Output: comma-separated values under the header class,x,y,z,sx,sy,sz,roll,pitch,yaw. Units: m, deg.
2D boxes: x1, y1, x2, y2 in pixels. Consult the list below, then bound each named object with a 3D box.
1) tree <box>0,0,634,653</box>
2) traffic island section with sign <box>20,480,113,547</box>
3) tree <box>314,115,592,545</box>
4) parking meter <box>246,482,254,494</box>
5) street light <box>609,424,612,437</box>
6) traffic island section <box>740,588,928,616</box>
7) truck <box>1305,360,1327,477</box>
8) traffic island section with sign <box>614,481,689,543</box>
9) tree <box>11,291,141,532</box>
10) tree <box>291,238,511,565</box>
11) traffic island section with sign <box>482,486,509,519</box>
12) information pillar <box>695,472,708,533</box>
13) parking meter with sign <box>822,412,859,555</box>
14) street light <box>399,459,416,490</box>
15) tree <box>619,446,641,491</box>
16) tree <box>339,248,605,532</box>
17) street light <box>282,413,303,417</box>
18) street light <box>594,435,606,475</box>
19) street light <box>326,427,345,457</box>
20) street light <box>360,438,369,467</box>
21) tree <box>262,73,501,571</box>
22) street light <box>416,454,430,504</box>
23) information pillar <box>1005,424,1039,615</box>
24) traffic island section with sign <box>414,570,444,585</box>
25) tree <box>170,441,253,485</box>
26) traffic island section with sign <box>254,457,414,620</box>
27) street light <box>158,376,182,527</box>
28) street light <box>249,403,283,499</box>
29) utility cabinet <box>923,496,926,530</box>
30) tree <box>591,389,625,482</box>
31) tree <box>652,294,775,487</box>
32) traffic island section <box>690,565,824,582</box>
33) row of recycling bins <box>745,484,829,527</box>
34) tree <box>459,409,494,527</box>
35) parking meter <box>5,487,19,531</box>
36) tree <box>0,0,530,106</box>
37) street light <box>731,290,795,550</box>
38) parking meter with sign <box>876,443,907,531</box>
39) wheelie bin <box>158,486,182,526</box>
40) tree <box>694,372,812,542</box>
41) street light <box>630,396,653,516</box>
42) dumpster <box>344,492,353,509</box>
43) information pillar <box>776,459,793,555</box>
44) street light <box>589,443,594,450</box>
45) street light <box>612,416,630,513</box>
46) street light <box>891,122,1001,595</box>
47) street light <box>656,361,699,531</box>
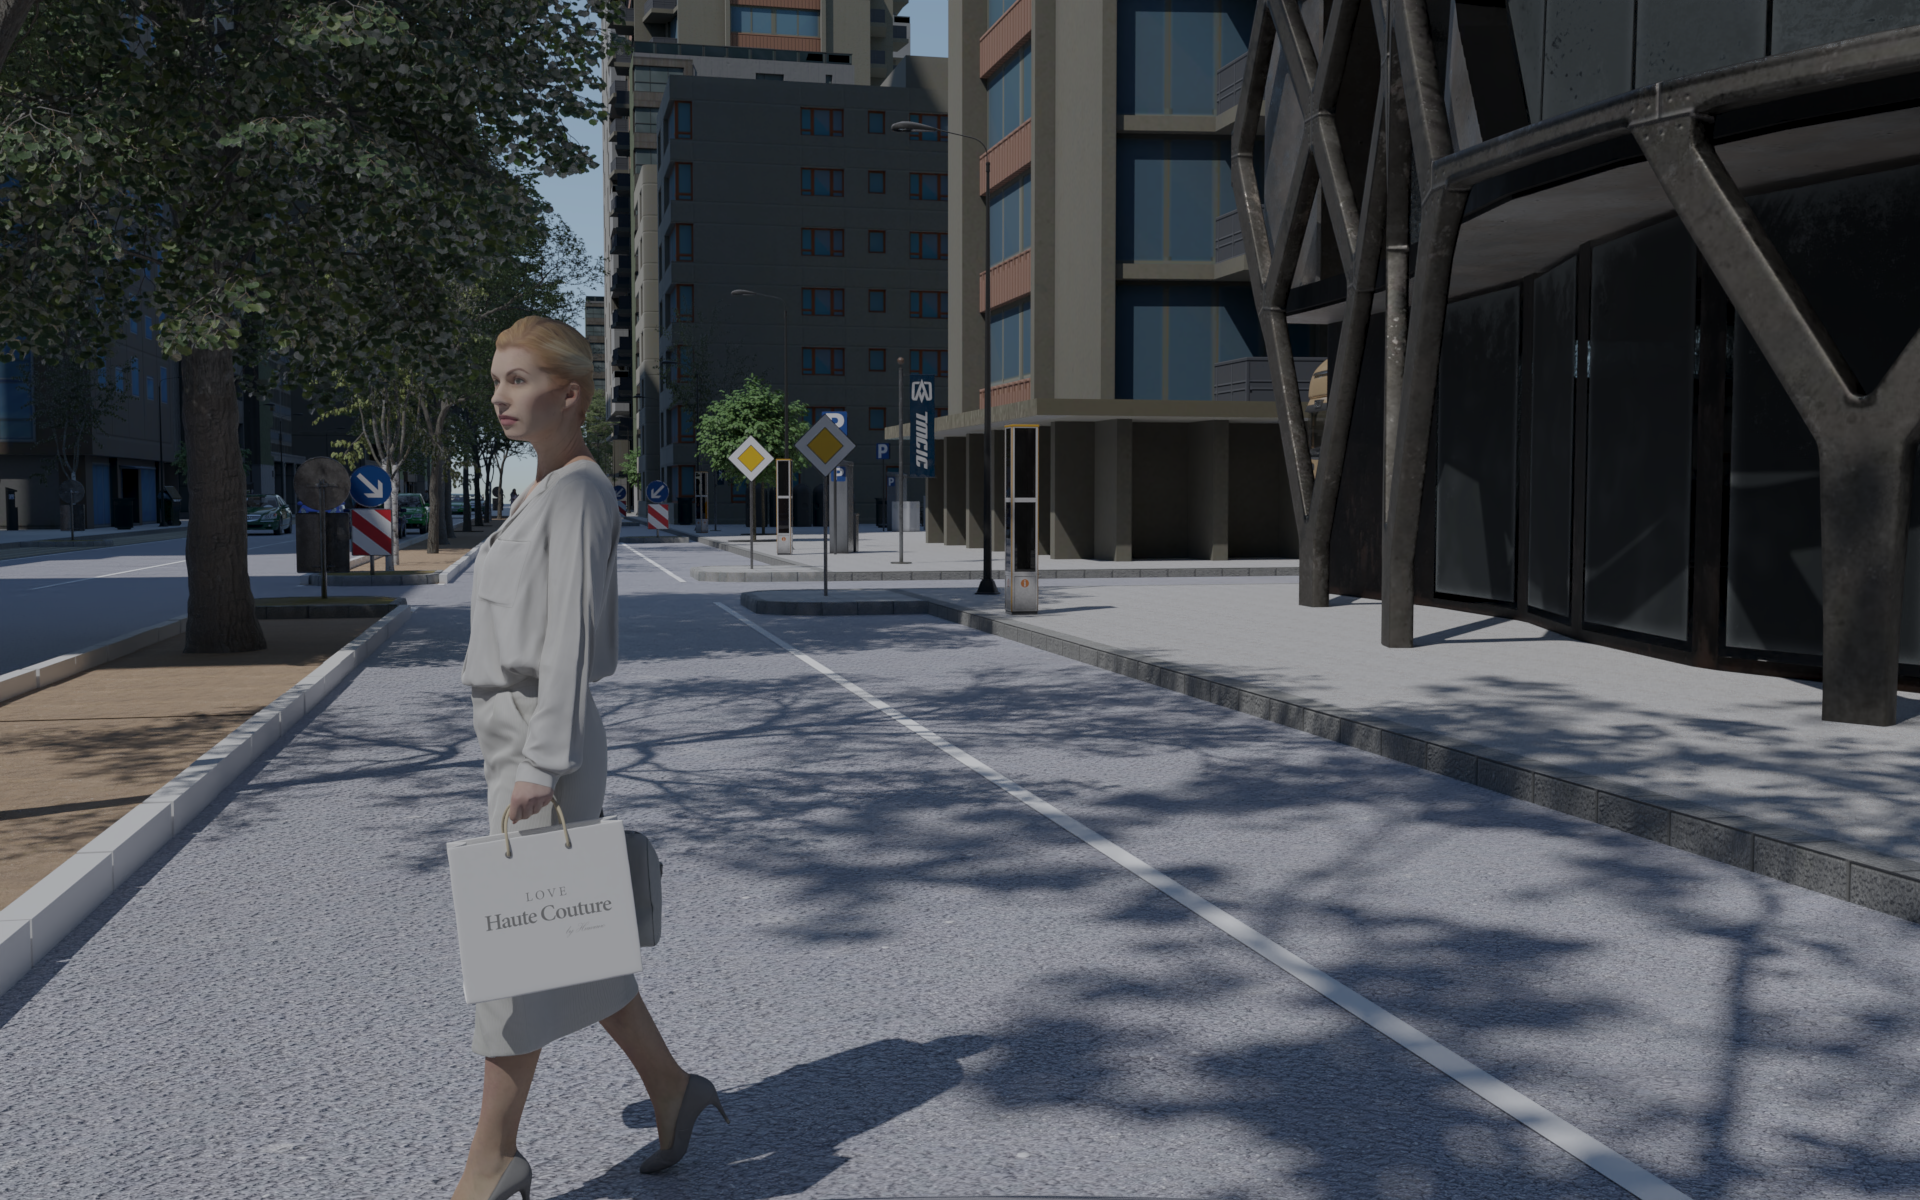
class,x,y,z,sx,sy,sz,roll,pitch,yaw
tree,-6.669,-6.493,15.268,9.857,13.997,8.962,0,3,0
traffic island section with sign,-24.360,-2.369,47.353,1.989,1.847,2.006,-1,4,-13
tree,-14.450,-7.796,48.042,7.486,12.596,7.792,0,3,0
parking meter,-35.090,-4.886,85.599,0.255,1.863,0.399,0,4,4
street light,-22.470,-8.686,114.555,1.470,5.913,1.316,-1,4,-13
traffic island section,-1.674,0.026,21.853,2.009,0.180,2.903,-1,4,-13
truck,10.691,-2.444,28.879,11.283,4.237,2.839,-1,4,-13
traffic island section with sign,-9.136,-2.620,51.458,1.989,1.847,2.006,-1,4,-13
tree,-30.326,-6.657,59.197,4.360,8.622,3.978,0,3,0
tree,-11.394,-5.003,34.614,4.737,8.622,4.395,0,3,0
traffic island section with sign,-26.959,-5.676,100.935,2.006,1.907,1.989,-1,4,-13
information pillar,-8.509,-3.214,57.041,0.304,2.012,0.304,3,5,41
parking meter with sign,-2.543,-2.521,37.475,0.543,3.016,1.738,0,4,7
street light,-57.994,-12.746,180.936,1.470,5.913,1.316,-1,4,-13
tree,-19.092,-7.463,105.737,4.285,4.588,4.351,0,3,0
tree,-18.613,-9.302,64.911,12.009,13.543,11.850,0,3,0
street light,-38.495,-7.780,99.740,1.470,5.913,1.316,-1,4,-13
street light,-27.580,-9.962,135.415,1.470,5.913,1.316,-1,4,-13
street light,-43.489,-9.057,120.628,1.470,5.913,1.316,-1,4,-13
street light,-48.571,-10.365,142.009,1.470,5.913,1.316,-1,4,-13
tree,-9.956,-4.719,29.979,4.360,8.622,3.978,0,3,0
street light,-63.045,-14.062,202.459,1.470,5.913,1.316,-1,4,-13
information pillar,0.657,-0.855,18.463,0.304,2.012,0.304,-1,4,-12
traffic island section with sign,-9.403,-1.207,27.868,2.006,1.907,1.989,-1,4,-13
tree,-34.259,-5.837,79.152,4.285,4.588,4.351,0,3,0
traffic island section with sign,-7.683,-0.766,20.663,2.006,1.907,1.989,-1,4,-13
street light,-30.691,-5.826,67.800,1.470,5.913,1.316,-1,4,-13
street light,-35.740,-7.103,88.675,1.470,5.913,1.316,-1,4,-13
utility cabinet,-0.804,-3.092,61.716,1.020,1.237,0.306,2,4,34
tree,-38.867,-16.416,186.521,7.486,12.596,7.792,0,3,0
tree,-9.381,-6.990,64.644,4.360,8.622,3.978,0,3,0
traffic island section,-3.539,-0.449,29.618,2.009,0.180,2.903,-1,4,-13
row of recycling bins,-6.606,-3.705,67.684,3.534,1.692,1.069,-1,4,-20
tree,-21.411,-9.059,76.320,9.928,11.665,9.643,0,3,0
parking meter,-33.346,-3.211,60.914,0.372,1.533,0.369,0,3,0
tree,-4.323,-4.281,6.871,8.767,10.594,7.601,-1,4,-13
street light,-4.515,-4.107,39.684,1.470,5.913,1.316,-1,4,-13
parking meter with sign,-2.162,-3.903,60.081,0.543,3.016,1.738,2,4,34
wheelie bin,-31.770,-3.772,69.586,0.693,1.594,0.980,0,4,8
tree,-5.477,-3.855,46.742,4.285,4.588,4.351,0,3,0
street light,-14.711,-6.686,81.862,1.470,5.913,1.316,-1,4,-13
dumpster,-40.174,-6.460,113.830,1.865,1.857,1.264,-1,4,-13
information pillar,-3.697,-1.958,36.503,0.304,2.012,0.304,0,4,3
street light,-32.537,-11.240,156.312,1.470,5.913,1.316,-1,4,-13
street light,-19.671,-7.964,102.759,1.470,5.913,1.316,-1,4,-13
street light,-0.175,-3.019,21.899,1.470,5.913,1.316,-1,4,-13
street light,-9.704,-5.381,60.526,1.470,5.913,1.316,-1,4,-13
